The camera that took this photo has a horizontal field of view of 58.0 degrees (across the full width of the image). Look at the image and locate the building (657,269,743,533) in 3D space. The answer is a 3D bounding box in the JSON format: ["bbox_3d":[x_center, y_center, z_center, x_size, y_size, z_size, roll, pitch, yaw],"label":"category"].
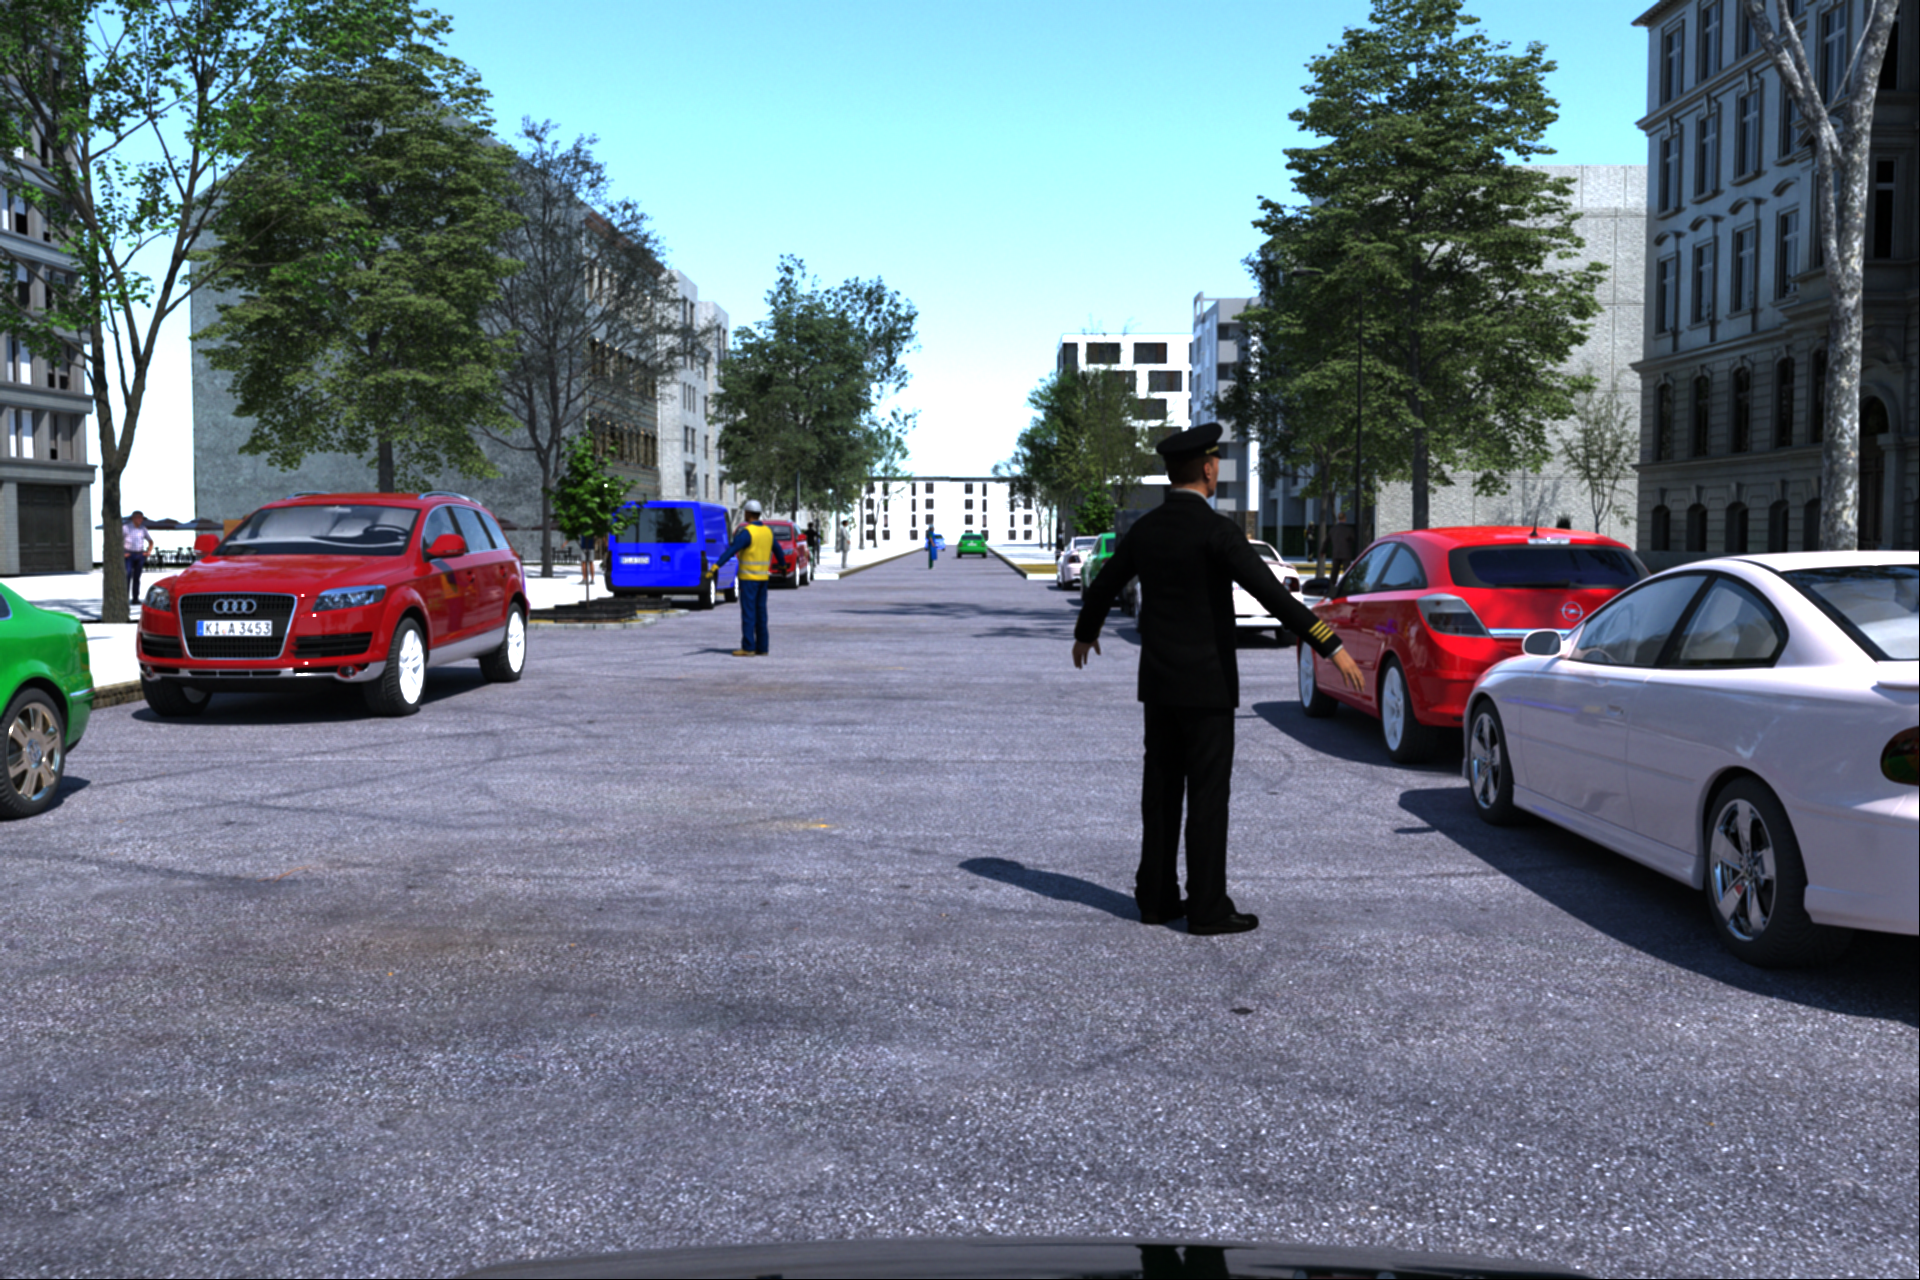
[{"bbox_3d":[-26.967,-16.207,131.447,16.747,18.905,31.486,0,4,0],"label":"building"}]

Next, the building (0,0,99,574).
[{"bbox_3d":[-31.879,-12.248,46.934,8.464,21.280,15.925,0,4,1],"label":"building"}]

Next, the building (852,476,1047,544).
[{"bbox_3d":[-1.353,-18.752,251.196,28.070,9.664,9.099,0,4,4],"label":"building"}]

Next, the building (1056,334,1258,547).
[{"bbox_3d":[24.579,-21.339,192.863,27.936,21.610,32.646,0,4,1],"label":"building"}]

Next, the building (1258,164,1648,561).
[{"bbox_3d":[26.840,-13.775,91.679,16.747,18.905,31.486,0,4,0],"label":"building"}]

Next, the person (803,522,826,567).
[{"bbox_3d":[-5.761,-3.715,67.454,1.216,1.740,0.721,2,4,26],"label":"person"}]

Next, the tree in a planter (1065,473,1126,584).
[{"bbox_3d":[3.969,-3.261,50.544,1.991,3.239,1.994,0,3,0],"label":"tree in a planter"}]

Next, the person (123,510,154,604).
[{"bbox_3d":[-14.992,-1.501,31.524,0.436,1.711,0.756,3,5,43],"label":"person"}]

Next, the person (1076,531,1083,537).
[{"bbox_3d":[6.038,-4.943,86.961,0.704,1.812,1.346,0,4,-2],"label":"person"}]

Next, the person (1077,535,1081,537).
[{"bbox_3d":[5.777,-4.450,78.890,1.348,1.813,0.705,-2,4,-34],"label":"person"}]

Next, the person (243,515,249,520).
[{"bbox_3d":[-19.630,-2.551,47.796,1.344,1.819,0.704,2,4,30],"label":"person"}]

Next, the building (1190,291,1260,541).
[{"bbox_3d":[23.257,-17.069,135.501,16.016,20.090,11.380,0,3,0],"label":"building"}]

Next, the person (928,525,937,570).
[{"bbox_3d":[-1.116,-3.756,69.989,0.704,1.817,1.347,0,4,0],"label":"person"}]

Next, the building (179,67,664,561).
[{"bbox_3d":[-26.592,-15.834,89.822,19.493,23.208,18.063,0,4,1],"label":"building"}]

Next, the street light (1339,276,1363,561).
[{"bbox_3d":[7.573,-3.546,30.513,1.470,5.913,1.316,0,3,0],"label":"street light"}]

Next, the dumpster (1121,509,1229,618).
[{"bbox_3d":[3.690,-1.324,29.856,1.865,1.857,1.264,0,4,1],"label":"dumpster"}]

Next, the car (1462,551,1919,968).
[{"bbox_3d":[3.517,0.322,7.102,2.083,1.381,4.827,0,4,0],"label":"car"}]

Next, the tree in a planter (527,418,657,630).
[{"bbox_3d":[-5.803,-1.814,26.881,1.991,3.239,1.994,0,4,1],"label":"tree in a planter"}]

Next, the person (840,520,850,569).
[{"bbox_3d":[-4.242,-3.549,64.220,0.705,1.806,1.347,-1,4,-9],"label":"person"}]

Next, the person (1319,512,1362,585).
[{"bbox_3d":[8.352,-1.916,37.918,0.990,1.755,0.434,3,4,38],"label":"person"}]

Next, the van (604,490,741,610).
[{"bbox_3d":[-5.595,-1.841,34.485,2.240,2.365,5.245,0,3,0],"label":"van"}]

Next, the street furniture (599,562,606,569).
[{"bbox_3d":[-11.363,-3.242,68.630,5.734,0.657,10.072,0,4,-3],"label":"street furniture"}]

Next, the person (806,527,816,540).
[{"bbox_3d":[-7.090,-4.616,81.653,0.705,1.806,1.347,3,4,37],"label":"person"}]

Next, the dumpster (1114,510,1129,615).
[{"bbox_3d":[3.685,-1.407,31.224,1.865,1.857,1.264,0,4,1],"label":"dumpster"}]

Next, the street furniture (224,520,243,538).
[{"bbox_3d":[-19.276,-2.904,54.327,11.010,1.723,9.812,0,4,4],"label":"street furniture"}]

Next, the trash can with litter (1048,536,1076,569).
[{"bbox_3d":[4.079,-3.162,62.750,1.678,1.210,2.233,0,4,-2],"label":"trash can with litter"}]

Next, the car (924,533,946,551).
[{"bbox_3d":[-2.135,-8.502,148.599,1.945,1.707,3.694,0,4,0],"label":"car"}]

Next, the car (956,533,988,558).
[{"bbox_3d":[0.710,-5.814,103.863,1.959,1.807,4.718,0,4,0],"label":"car"}]

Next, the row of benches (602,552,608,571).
[{"bbox_3d":[-11.708,-2.680,59.284,1.422,0.672,4.104,-1,4,-18],"label":"row of benches"}]

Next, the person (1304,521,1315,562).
[{"bbox_3d":[15.929,-4.449,78.521,0.705,1.856,1.354,1,4,16],"label":"person"}]

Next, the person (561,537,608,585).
[{"bbox_3d":[-9.464,-2.309,43.925,1.345,1.807,0.704,-3,5,-42],"label":"person"}]

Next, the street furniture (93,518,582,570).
[{"bbox_3d":[-29.070,-3.808,67.290,27.439,1.986,14.083,0,4,1],"label":"street furniture"}]

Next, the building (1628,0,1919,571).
[{"bbox_3d":[29.562,-13.824,45.114,14.460,24.649,34.723,0,3,0],"label":"building"}]

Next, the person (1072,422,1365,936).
[{"bbox_3d":[0.853,0.128,6.307,0.705,1.837,1.347,-3,5,-41],"label":"person"}]

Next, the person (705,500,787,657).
[{"bbox_3d":[-2.453,-0.732,20.398,0.705,1.833,1.349,3,4,36],"label":"person"}]

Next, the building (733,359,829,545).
[{"bbox_3d":[-24.061,-19.862,191.205,16.747,18.905,31.486,0,4,0],"label":"building"}]

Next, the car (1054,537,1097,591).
[{"bbox_3d":[3.531,-2.017,45.344,2.083,1.381,4.827,0,4,1],"label":"car"}]

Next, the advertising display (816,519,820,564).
[{"bbox_3d":[-6.044,-4.194,73.779,0.123,1.923,0.974,0,4,-1],"label":"advertising display"}]
